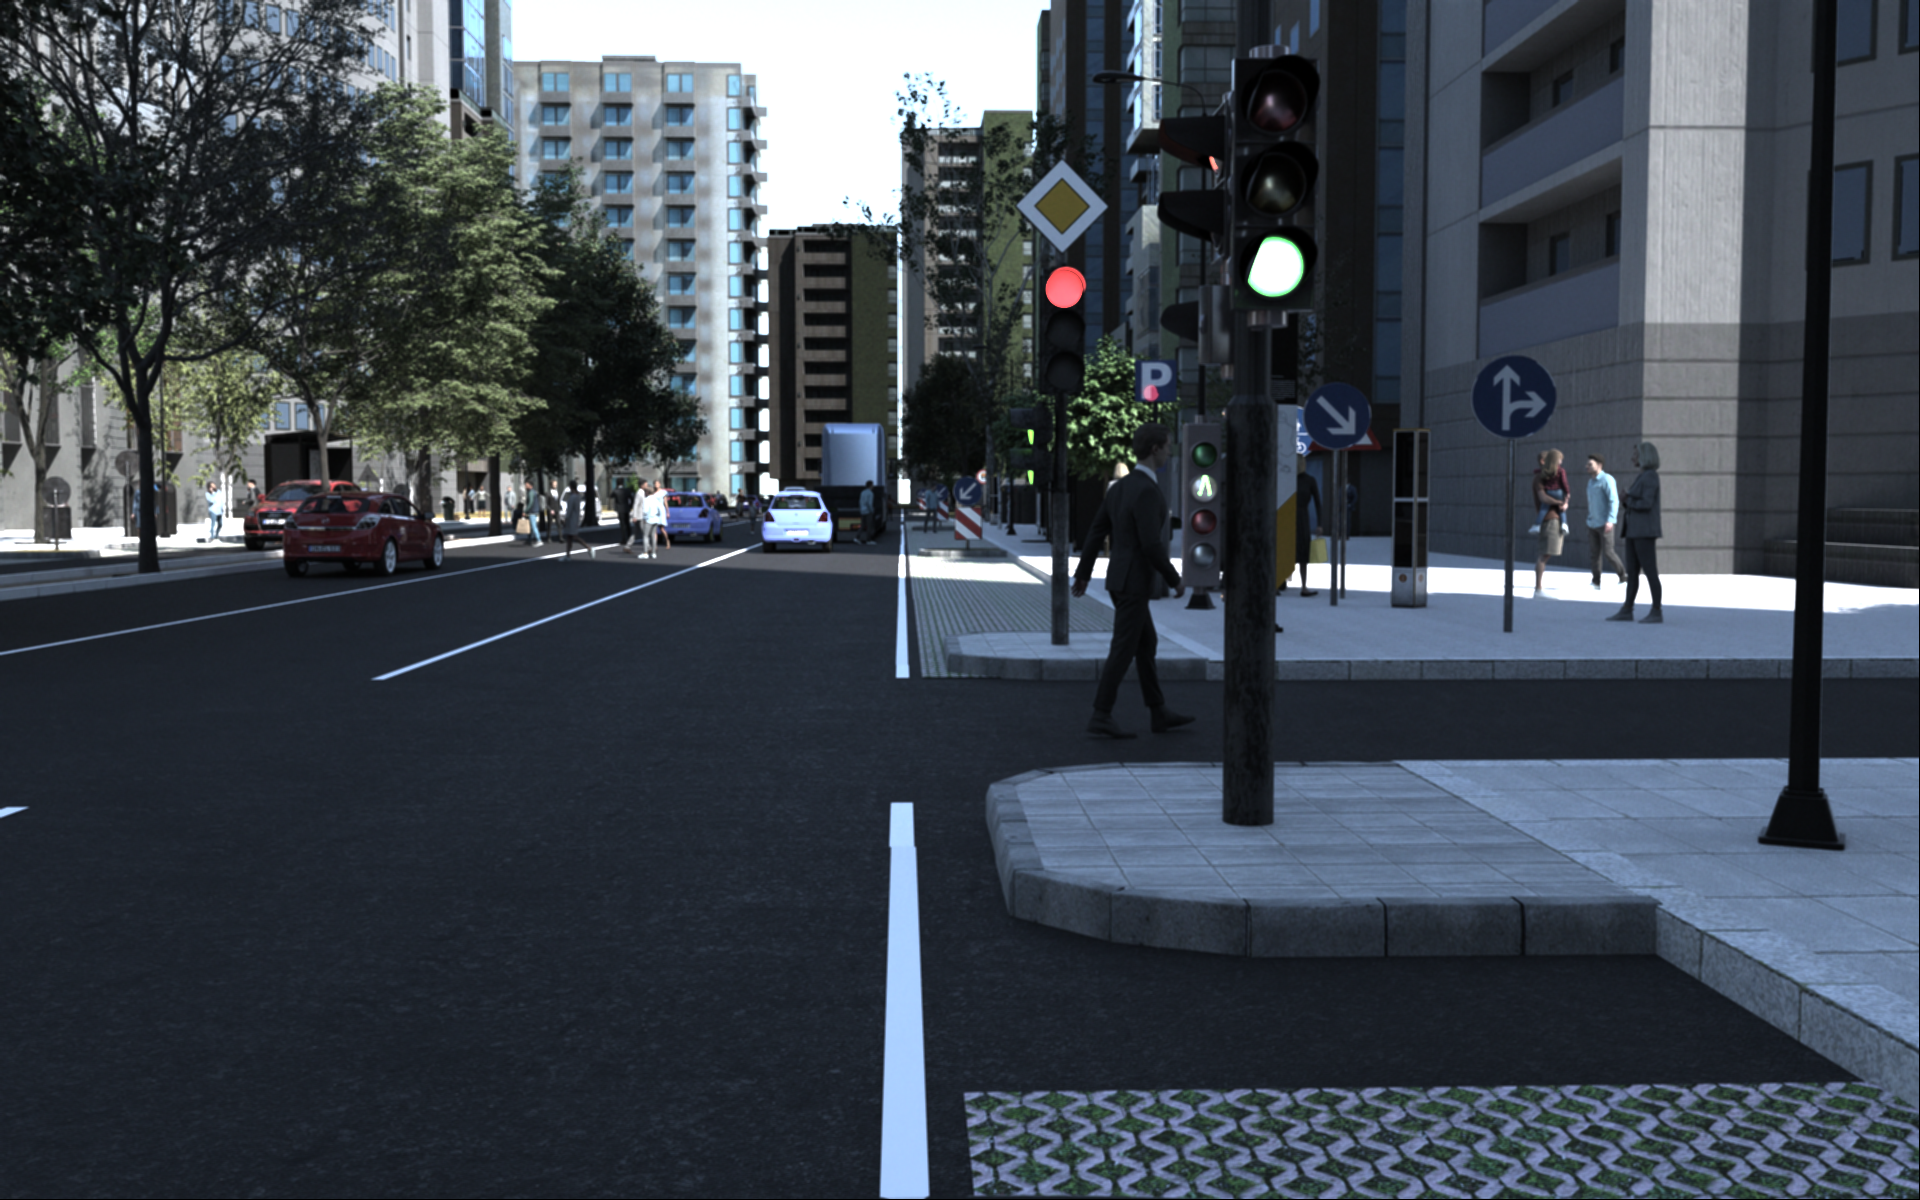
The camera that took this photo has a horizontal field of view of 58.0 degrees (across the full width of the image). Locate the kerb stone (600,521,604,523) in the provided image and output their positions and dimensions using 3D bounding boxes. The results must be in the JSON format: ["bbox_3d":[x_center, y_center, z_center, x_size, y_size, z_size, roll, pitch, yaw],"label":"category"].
[{"bbox_3d":[-16.887,-3.589,80.921,0.120,0.150,1.000,0,4,-2],"label":"kerb stone"}]

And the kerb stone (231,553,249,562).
[{"bbox_3d":[-15.420,-0.890,36.828,0.120,0.150,1.000,0,4,-2],"label":"kerb stone"}]

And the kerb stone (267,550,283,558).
[{"bbox_3d":[-15.490,-1.011,38.882,0.120,0.150,1.000,0,4,-2],"label":"kerb stone"}]

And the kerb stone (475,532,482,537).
[{"bbox_3d":[-16.106,-2.151,57.366,0.120,0.150,1.000,0,4,-2],"label":"kerb stone"}]

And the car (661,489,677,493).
[{"bbox_3d":[-20.632,-6.835,120.422,2.281,1.827,5.304,0,4,-2],"label":"car"}]

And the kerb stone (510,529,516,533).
[{"bbox_3d":[-16.270,-2.464,62.483,0.120,0.150,1.000,0,4,-2],"label":"kerb stone"}]

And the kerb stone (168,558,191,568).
[{"bbox_3d":[-15.315,-0.707,33.762,0.120,0.150,1.000,0,4,-2],"label":"kerb stone"}]

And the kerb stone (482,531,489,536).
[{"bbox_3d":[-16.143,-2.214,58.388,0.120,0.150,1.000,0,4,-2],"label":"kerb stone"}]

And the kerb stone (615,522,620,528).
[{"bbox_3d":[-14.520,-3.095,72.795,0.120,0.150,1.000,0,4,-2],"label":"kerb stone"}]

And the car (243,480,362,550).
[{"bbox_3d":[-17.166,-2.270,45.795,2.281,1.827,5.304,0,4,-1],"label":"car"}]

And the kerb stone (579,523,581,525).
[{"bbox_3d":[-16.714,-3.273,75.791,0.120,0.150,1.000,0,4,-2],"label":"kerb stone"}]

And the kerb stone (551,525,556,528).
[{"bbox_3d":[-16.518,-2.903,69.652,0.120,0.150,1.000,0,4,-2],"label":"kerb stone"}]

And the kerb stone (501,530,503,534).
[{"bbox_3d":[-16.201,-2.337,60.432,0.120,0.150,1.000,0,4,-2],"label":"kerb stone"}]

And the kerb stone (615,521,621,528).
[{"bbox_3d":[-14.544,-3.157,73.822,0.120,0.150,1.000,0,4,-2],"label":"kerb stone"}]

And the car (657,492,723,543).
[{"bbox_3d":[-8.068,-2.568,51.579,1.945,1.707,3.694,0,4,-1],"label":"car"}]

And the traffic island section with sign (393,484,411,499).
[{"bbox_3d":[-21.358,-3.507,65.964,1.989,1.847,2.006,0,4,-2],"label":"traffic island section with sign"}]

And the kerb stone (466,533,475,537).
[{"bbox_3d":[-16.057,-2.086,56.332,0.120,0.150,1.000,0,4,-2],"label":"kerb stone"}]

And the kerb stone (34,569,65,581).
[{"bbox_3d":[-15.148,-0.393,28.638,0.120,0.150,1.000,0,4,-2],"label":"kerb stone"}]

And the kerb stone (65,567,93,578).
[{"bbox_3d":[-15.189,-0.457,29.672,0.120,0.150,1.000,0,4,-2],"label":"kerb stone"}]

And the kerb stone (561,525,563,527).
[{"bbox_3d":[-16.583,-3.028,71.697,0.120,0.150,1.000,0,4,-2],"label":"kerb stone"}]

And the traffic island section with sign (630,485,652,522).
[{"bbox_3d":[-16.103,-4.950,89.066,2.006,1.907,1.989,0,4,-2],"label":"traffic island section with sign"}]

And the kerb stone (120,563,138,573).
[{"bbox_3d":[-15.254,-0.582,31.716,0.120,0.150,1.000,0,4,-2],"label":"kerb stone"}]

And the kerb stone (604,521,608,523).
[{"bbox_3d":[-16.917,-3.654,81.943,0.120,0.150,1.000,0,4,-2],"label":"kerb stone"}]

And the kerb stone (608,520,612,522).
[{"bbox_3d":[-16.952,-3.717,82.965,0.120,0.150,1.000,0,4,-2],"label":"kerb stone"}]

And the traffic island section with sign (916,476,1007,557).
[{"bbox_3d":[0.049,-1.910,39.852,1.989,1.847,2.006,0,4,-2],"label":"traffic island section with sign"}]

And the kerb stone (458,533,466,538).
[{"bbox_3d":[-16.033,-2.023,55.308,0.120,0.150,1.000,0,4,-2],"label":"kerb stone"}]

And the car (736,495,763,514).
[{"bbox_3d":[-14.994,-6.768,123.233,1.945,1.354,3.894,0,4,-3],"label":"car"}]

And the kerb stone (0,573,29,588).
[{"bbox_3d":[-15.117,-0.329,27.617,0.120,0.150,1.000,0,4,-2],"label":"kerb stone"}]

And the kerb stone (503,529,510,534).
[{"bbox_3d":[-16.235,-2.398,61.462,0.120,0.150,1.000,0,4,-2],"label":"kerb stone"}]

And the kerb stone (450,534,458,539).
[{"bbox_3d":[-15.997,-1.957,54.285,0.120,0.150,1.000,0,4,-2],"label":"kerb stone"}]

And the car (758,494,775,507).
[{"bbox_3d":[-15.609,-8.002,140.626,2.009,1.686,4.222,0,4,-1],"label":"car"}]

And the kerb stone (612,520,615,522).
[{"bbox_3d":[-16.986,-3.780,84.002,0.120,0.150,1.000,0,4,-2],"label":"kerb stone"}]

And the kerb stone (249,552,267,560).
[{"bbox_3d":[-15.455,-0.957,37.849,0.120,0.150,1.000,0,4,-2],"label":"kerb stone"}]

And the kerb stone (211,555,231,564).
[{"bbox_3d":[-15.386,-0.832,35.806,0.120,0.150,1.000,0,4,-2],"label":"kerb stone"}]

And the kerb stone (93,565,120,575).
[{"bbox_3d":[-15.217,-0.517,30.694,0.120,0.150,1.000,0,4,-2],"label":"kerb stone"}]

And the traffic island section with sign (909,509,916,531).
[{"bbox_3d":[-0.889,-3.637,68.089,1.989,1.847,2.006,0,4,-2],"label":"traffic island section with sign"}]

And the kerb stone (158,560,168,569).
[{"bbox_3d":[-15.286,-0.645,32.738,0.120,0.150,1.000,0,4,-2],"label":"kerb stone"}]

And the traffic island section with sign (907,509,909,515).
[{"bbox_3d":[-2.516,-6.633,117.083,1.989,1.847,2.006,0,4,-2],"label":"traffic island section with sign"}]

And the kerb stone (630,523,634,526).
[{"bbox_3d":[-14.653,-3.346,76.903,0.120,0.150,1.000,0,4,-2],"label":"kerb stone"}]

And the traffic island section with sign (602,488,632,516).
[{"bbox_3d":[-23.022,-6.577,116.166,1.989,1.847,2.006,0,4,-2],"label":"traffic island section with sign"}]

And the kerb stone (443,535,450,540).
[{"bbox_3d":[-15.963,-1.900,53.253,0.120,0.150,1.000,0,4,-2],"label":"kerb stone"}]

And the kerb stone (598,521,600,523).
[{"bbox_3d":[-16.851,-3.529,79.898,0.120,0.150,1.000,0,4,-2],"label":"kerb stone"}]

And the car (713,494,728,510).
[{"bbox_3d":[-22.199,-9.063,157.961,2.009,1.686,4.222,0,4,-1],"label":"car"}]

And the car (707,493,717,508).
[{"bbox_3d":[-19.903,-7.661,134.293,2.155,1.783,4.494,0,4,-1],"label":"car"}]

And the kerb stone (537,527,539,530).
[{"bbox_3d":[-16.443,-2.777,67.605,0.120,0.150,1.000,0,4,-2],"label":"kerb stone"}]

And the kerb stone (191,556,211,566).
[{"bbox_3d":[-15.350,-0.770,34.784,0.120,0.150,1.000,0,4,-2],"label":"kerb stone"}]

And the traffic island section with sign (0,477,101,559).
[{"bbox_3d":[-20.446,-1.839,38.704,1.989,1.847,2.006,0,4,-2],"label":"traffic island section with sign"}]

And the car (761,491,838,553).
[{"bbox_3d":[-4.039,-2.065,43.348,1.945,1.707,3.694,0,4,-4],"label":"car"}]

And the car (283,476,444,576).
[{"bbox_3d":[-10.795,-1.380,31.598,2.155,1.783,4.494,0,3,0],"label":"car"}]
